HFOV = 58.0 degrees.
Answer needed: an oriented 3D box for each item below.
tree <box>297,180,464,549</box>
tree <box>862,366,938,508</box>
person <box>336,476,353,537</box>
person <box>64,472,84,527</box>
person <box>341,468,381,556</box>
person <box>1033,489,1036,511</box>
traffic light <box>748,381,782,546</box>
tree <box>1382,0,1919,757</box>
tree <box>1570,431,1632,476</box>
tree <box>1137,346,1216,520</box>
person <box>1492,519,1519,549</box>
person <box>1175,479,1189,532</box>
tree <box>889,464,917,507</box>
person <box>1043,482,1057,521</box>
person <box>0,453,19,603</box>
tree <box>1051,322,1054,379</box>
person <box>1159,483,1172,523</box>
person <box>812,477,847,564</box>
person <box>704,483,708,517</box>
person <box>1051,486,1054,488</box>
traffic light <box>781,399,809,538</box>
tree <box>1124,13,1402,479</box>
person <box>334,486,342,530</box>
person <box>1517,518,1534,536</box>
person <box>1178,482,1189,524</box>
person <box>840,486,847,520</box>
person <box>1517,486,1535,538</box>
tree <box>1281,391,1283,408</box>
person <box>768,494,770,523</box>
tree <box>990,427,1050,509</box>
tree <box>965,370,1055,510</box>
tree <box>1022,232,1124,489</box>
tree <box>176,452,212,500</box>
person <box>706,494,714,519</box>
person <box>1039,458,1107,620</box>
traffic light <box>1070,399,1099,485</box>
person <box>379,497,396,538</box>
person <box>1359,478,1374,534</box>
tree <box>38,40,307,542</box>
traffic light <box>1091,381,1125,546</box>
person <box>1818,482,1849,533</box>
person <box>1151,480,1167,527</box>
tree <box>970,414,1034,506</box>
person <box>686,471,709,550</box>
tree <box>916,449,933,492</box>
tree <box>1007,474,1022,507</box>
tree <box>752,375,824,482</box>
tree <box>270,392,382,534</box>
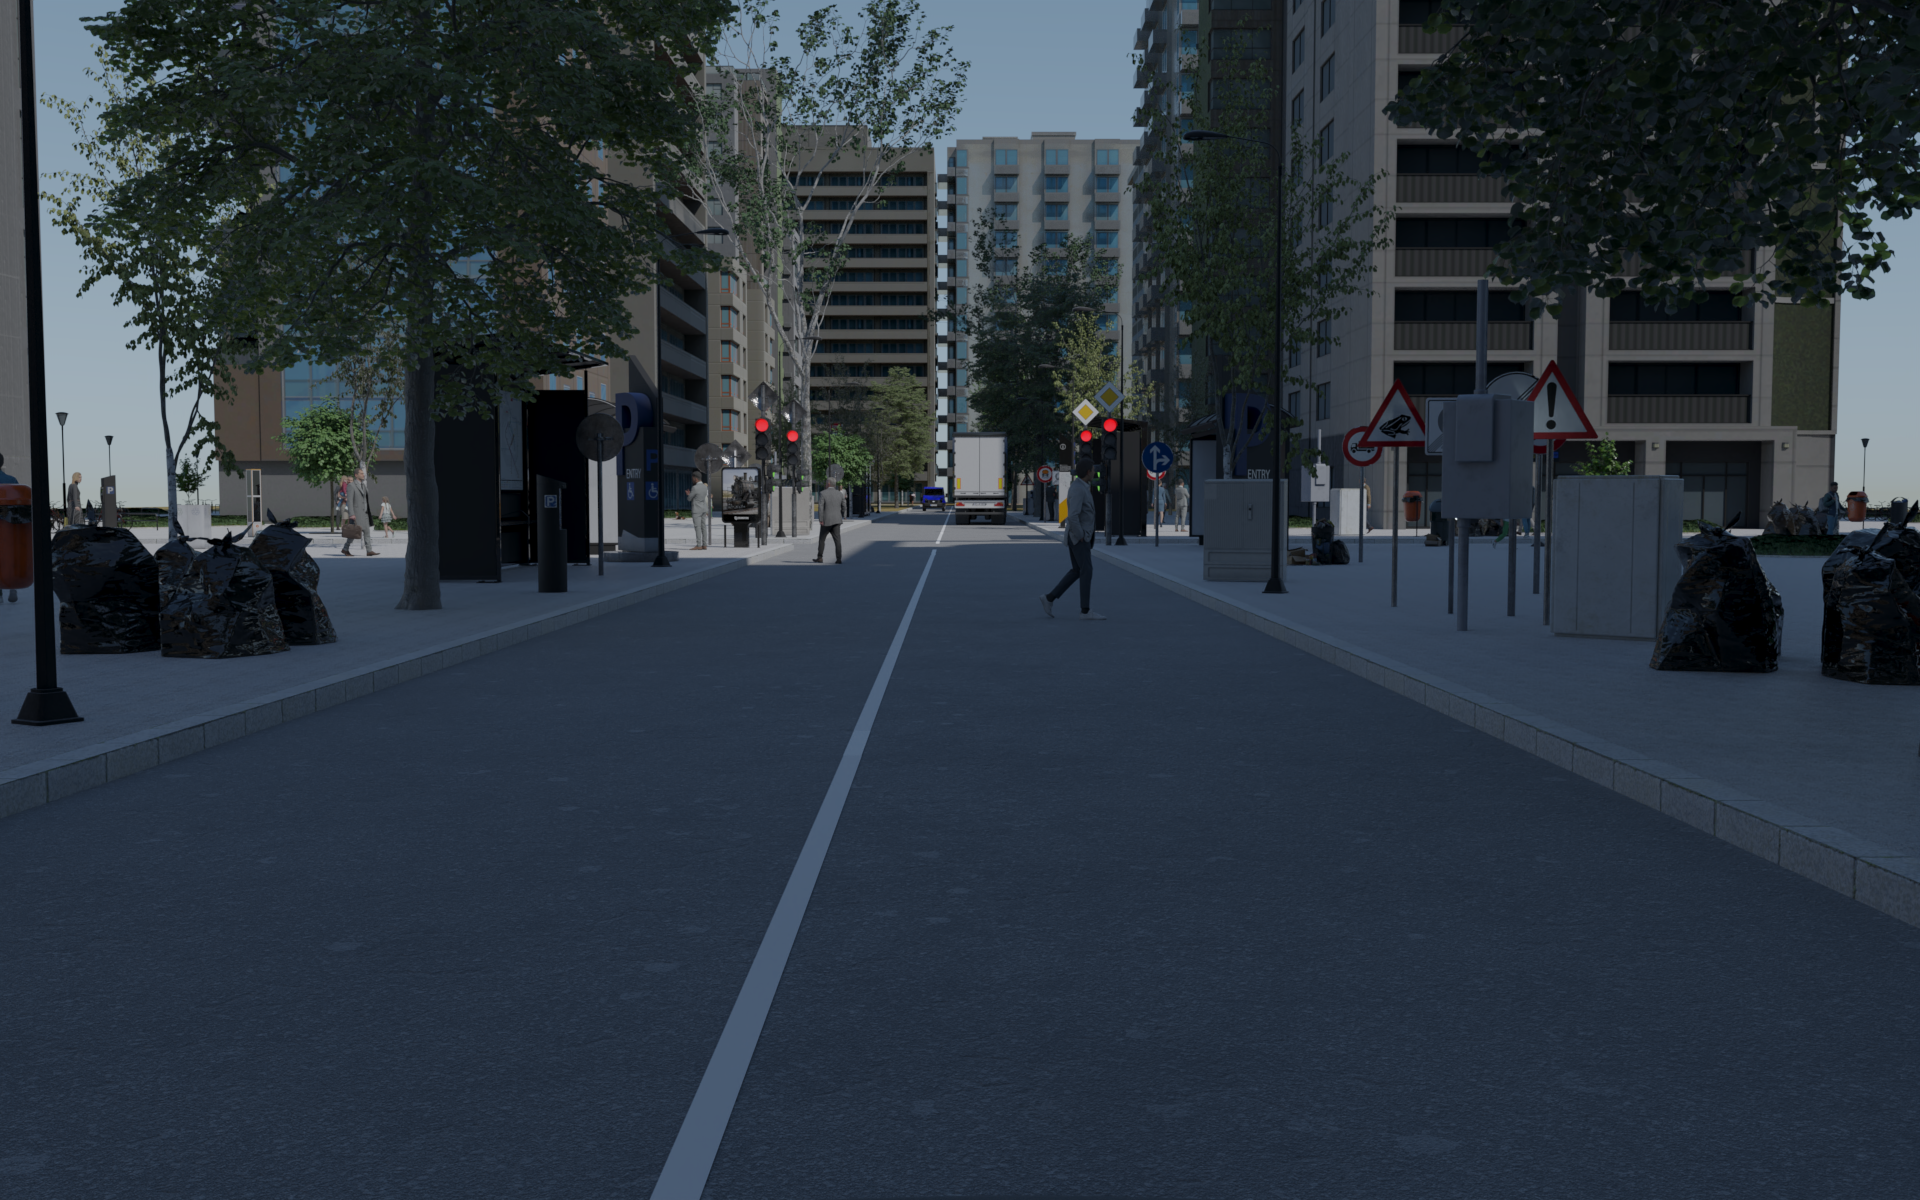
[{"bbox_3d":[-13.625,-5.485,40.047,4.360,8.622,3.978,0,3,0],"label":"tree"},{"bbox_3d":[-5.300,-14.425,153.971,7.486,12.596,7.792,0,3,0],"label":"tree"},{"bbox_3d":[-18.271,-2.788,51.596,0.573,1.828,0.580,0,4,1],"label":"person"},{"bbox_3d":[-20.752,-2.094,40.497,0.699,1.804,1.509,-1,4,-14],"label":"person"},{"bbox_3d":[-12.334,-1.801,35.597,0.767,1.812,0.694,1,4,14],"label":"person"},{"bbox_3d":[4.519,-5.808,101.095,0.391,1.810,0.635,-3,5,-43],"label":"person"},{"bbox_3d":[-4.870,-3.314,43.102,0.839,4.253,0.868,0,3,0],"label":"traffic light"},{"bbox_3d":[5.056,-6.206,8.131,9.857,13.997,8.962,0,3,0],"label":"tree"},{"bbox_3d":[19.779,-3.567,52.920,1.663,3.219,1.824,0,3,0],"label":"tree"},{"bbox_3d":[11.100,-8.256,85.341,4.360,8.622,3.978,0,3,0],"label":"tree"},{"bbox_3d":[12.695,-1.834,40.281,0.590,1.304,0.306,2,4,34],"label":"person"},{"bbox_3d":[7.572,-3.228,58.997,0.511,1.800,0.466,2,4,30],"label":"person"},{"bbox_3d":[-5.813,-11.543,172.442,4.285,4.588,4.351,0,3,0],"label":"tree"},{"bbox_3d":[4.208,-4.650,81.438,0.648,1.900,0.474,-3,5,-40],"label":"person"},{"bbox_3d":[-11.189,-0.844,20.187,0.601,1.785,0.444,-3,5,-43],"label":"person"},{"bbox_3d":[5.406,-7.221,68.421,4.737,8.622,4.395,0,3,0],"label":"tree"},{"bbox_3d":[8.971,-4.251,76.039,0.782,1.767,0.515,3,4,37],"label":"person"},{"bbox_3d":[-2.712,-1.644,35.783,0.661,1.777,0.834,-3,4,-39],"label":"person"},{"bbox_3d":[-12.237,-4.718,83.400,0.641,1.798,0.478,-3,5,-40],"label":"person"},{"bbox_3d":[6.358,-6.822,117.392,0.447,1.846,0.655,3,5,43],"label":"person"},{"bbox_3d":[-4.882,-3.802,51.087,0.839,4.253,0.868,0,3,0],"label":"traffic light"},{"bbox_3d":[4.368,-4.692,27.070,4.737,8.622,4.395,0,3,0],"label":"tree"},{"bbox_3d":[-21.918,-3.435,61.568,0.474,1.900,0.648,3,5,42],"label":"person"},{"bbox_3d":[17.560,-2.898,53.706,0.850,1.792,0.678,2,4,24],"label":"person"},{"bbox_3d":[9.511,-4.156,74.179,0.709,1.800,0.728,-3,5,-41],"label":"person"},{"bbox_3d":[-5.855,-4.874,85.927,0.606,1.804,0.583,-1,4,-20],"label":"person"},{"bbox_3d":[16.401,-2.707,50.290,0.794,1.824,0.713,0,4,-1],"label":"person"},{"bbox_3d":[18.025,-8.312,86.257,4.360,8.622,3.978,0,3,0],"label":"tree"},{"bbox_3d":[-6.355,-2.915,57.977,0.475,1.303,0.640,1,4,17],"label":"person"},{"bbox_3d":[4.864,-13.249,151.040,7.601,10.594,8.767,0,4,6],"label":"tree"},{"bbox_3d":[4.336,-13.119,140.258,9.928,11.665,9.643,0,3,0],"label":"tree"},{"bbox_3d":[3.751,-15.899,115.836,12.611,20.169,13.585,0,3,0],"label":"tree"},{"bbox_3d":[-36.106,-5.276,80.865,1.663,3.219,1.824,0,3,0],"label":"tree"},{"bbox_3d":[-12.969,-4.856,89.692,0.306,1.304,0.590,3,5,43],"label":"person"},{"bbox_3d":[1.290,-0.701,19.815,0.795,1.843,0.661,1,4,9],"label":"person"},{"bbox_3d":[3.679,-3.804,51.115,0.839,4.253,0.868,0,3,0],"label":"traffic light"},{"bbox_3d":[-16.775,-2.423,50.678,0.382,1.210,0.505,1,4,18],"label":"person"},{"bbox_3d":[12.989,-3.037,55.615,0.836,1.842,0.656,-3,5,-40],"label":"person"},{"bbox_3d":[-12.588,-4.751,28.034,4.737,8.622,4.395,0,3,0],"label":"tree"},{"bbox_3d":[3.691,-3.316,43.130,0.839,4.253,0.868,0,3,0],"label":"traffic light"},{"bbox_3d":[24.605,-2.446,48.840,0.623,1.781,0.721,-3,5,-43],"label":"person"},{"bbox_3d":[7.647,-3.704,66.619,0.581,1.822,0.654,1,4,10],"label":"person"},{"bbox_3d":[5.186,-16.760,184.399,12.009,13.543,11.850,0,3,0],"label":"tree"},{"bbox_3d":[-6.048,-2.050,39.743,0.466,1.800,0.511,1,4,13],"label":"person"},{"bbox_3d":[-5.324,-14.268,183.647,4.360,8.622,3.978,0,3,0],"label":"tree"},{"bbox_3d":[4.689,-11.746,175.756,4.285,4.588,4.351,0,3,0],"label":"tree"},{"bbox_3d":[-10.928,-9.610,107.494,4.737,8.622,4.395,0,3,0],"label":"tree"},{"bbox_3d":[-20.367,-4.411,55.826,4.285,4.588,4.351,0,3,0],"label":"tree"}]
